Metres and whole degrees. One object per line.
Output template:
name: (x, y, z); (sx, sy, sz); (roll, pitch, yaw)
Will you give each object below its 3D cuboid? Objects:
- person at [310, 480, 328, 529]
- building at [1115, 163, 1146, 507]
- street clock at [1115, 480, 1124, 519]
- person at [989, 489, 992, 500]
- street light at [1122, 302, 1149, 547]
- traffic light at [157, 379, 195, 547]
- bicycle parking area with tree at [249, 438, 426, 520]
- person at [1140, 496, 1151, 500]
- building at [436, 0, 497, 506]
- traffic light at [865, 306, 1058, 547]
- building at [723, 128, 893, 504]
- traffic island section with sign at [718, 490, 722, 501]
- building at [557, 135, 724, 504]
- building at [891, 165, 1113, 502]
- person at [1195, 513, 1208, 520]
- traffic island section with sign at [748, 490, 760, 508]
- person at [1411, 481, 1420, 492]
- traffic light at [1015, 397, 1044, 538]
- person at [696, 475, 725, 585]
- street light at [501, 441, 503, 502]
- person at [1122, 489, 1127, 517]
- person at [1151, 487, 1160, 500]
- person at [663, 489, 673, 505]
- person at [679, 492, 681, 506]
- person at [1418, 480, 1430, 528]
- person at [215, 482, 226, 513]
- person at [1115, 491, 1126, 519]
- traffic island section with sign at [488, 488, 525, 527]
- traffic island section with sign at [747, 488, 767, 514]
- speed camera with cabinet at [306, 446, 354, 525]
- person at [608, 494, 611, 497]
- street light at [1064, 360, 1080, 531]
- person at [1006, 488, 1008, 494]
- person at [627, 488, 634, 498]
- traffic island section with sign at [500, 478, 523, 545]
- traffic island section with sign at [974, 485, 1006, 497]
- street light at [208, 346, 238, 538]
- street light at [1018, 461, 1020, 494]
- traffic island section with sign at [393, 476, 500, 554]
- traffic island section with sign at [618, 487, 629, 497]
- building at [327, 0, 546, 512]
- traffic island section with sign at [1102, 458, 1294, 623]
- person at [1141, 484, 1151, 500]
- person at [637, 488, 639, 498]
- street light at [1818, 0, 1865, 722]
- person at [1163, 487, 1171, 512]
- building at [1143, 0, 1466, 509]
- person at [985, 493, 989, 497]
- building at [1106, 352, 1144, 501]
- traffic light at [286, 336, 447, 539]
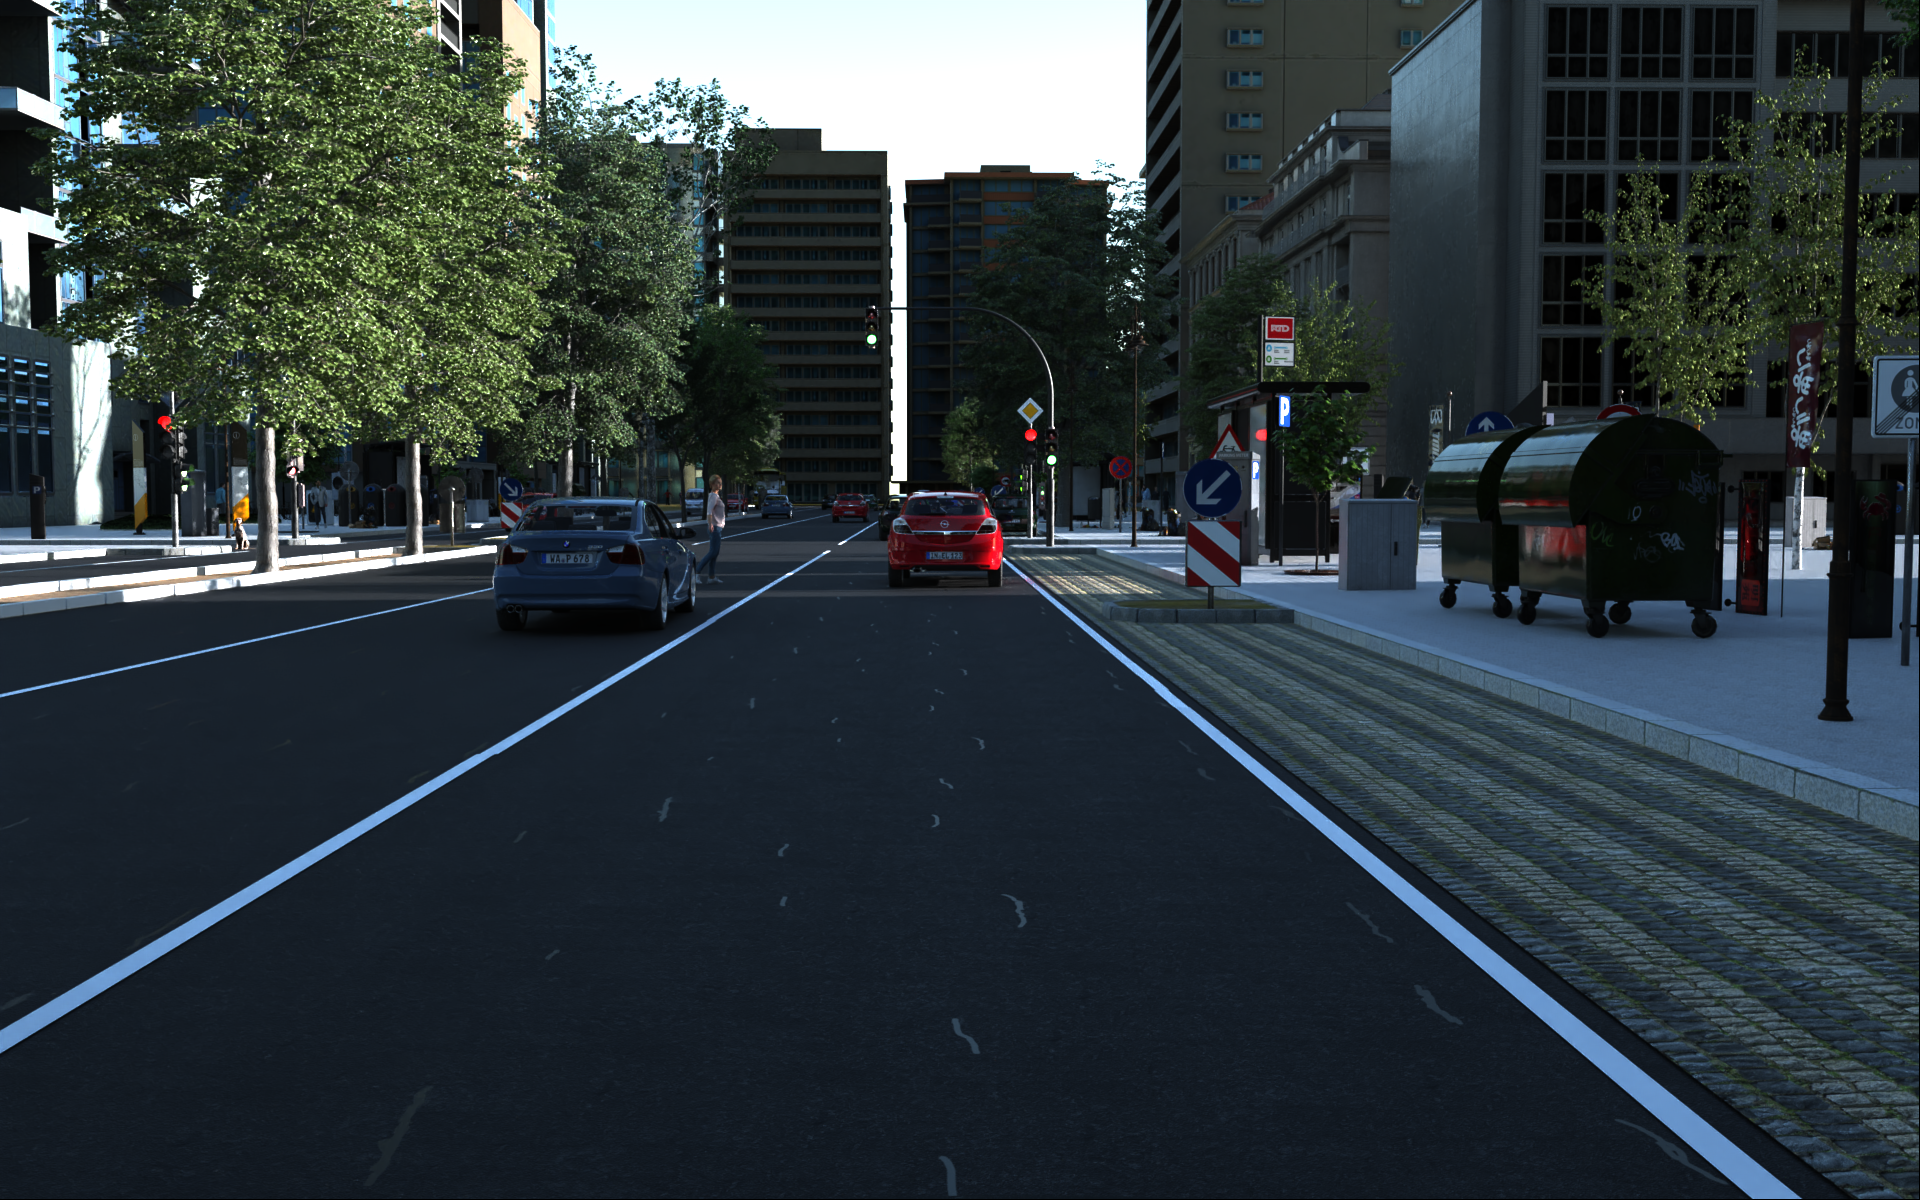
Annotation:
person: (-23.858, -3.586, 64.514); (0.661, 1.843, 0.795); (-1, 4, -8)
building: (31.747, -29.556, 175.124); (32.217, 40.220, 23.993); (0, 4, -1)
street clock: (8.071, -5.083, 87.672); (0.471, 2.002, 0.358); (-3, 4, -37)
person: (3.093, -9.678, 164.830); (0.434, 1.755, 0.990); (-3, 4, -37)
street light: (4.236, -4.231, 41.958); (0.468, 5.910, 1.993); (0, 4, -1)
traffic light: (-18.976, -3.236, 41.828); (0.839, 4.253, 0.868); (0, 4, -1)
bicycle parking area with tree: (-31.872, -6.197, 88.328); (8.231, 4.147, 9.016); (1, 4, 16)
person: (14.963, -8.134, 139.581); (0.990, 1.755, 0.434); (1, 4, 20)
building: (-47.579, -42.513, 133.345); (20.563, 71.187, 20.611); (0, 4, -1)
traffic light: (0.090, -4.124, 42.096); (4.771, 5.953, 1.251); (0, 4, -1)
building: (-19.956, -37.243, 232.619); (21.600, 48.544, 21.300); (0, 4, -1)
traffic island section with sign: (-20.956, -8.750, 151.690); (1.989, 1.847, 2.006); (0, 4, -1)
building: (-46.077, -37.569, 233.865); (30.456, 49.044, 23.786); (0, 4, -1)
building: (5.272, -35.390, 233.257); (28.867, 44.769, 22.147); (0, 4, -1)
person: (4.156, -1.431, 29.623); (0.473, 1.802, 0.592); (2, 4, 23)
traffic island section with sign: (-21.543, -10.472, 179.846); (1.989, 1.847, 2.006); (0, 4, -1)
person: (17.123, -3.655, 65.577); (0.659, 1.850, 0.755); (3, 4, 37)
traffic light: (2.015, -3.752, 50.263); (0.839, 4.253, 0.868); (0, 4, -1)
person: (-4.008, -1.122, 27.511); (0.598, 1.740, 0.731); (-1, 4, -20)
street light: (-21.782, -6.698, 82.302); (0.468, 5.910, 1.993); (0, 4, -1)
person: (8.790, -5.442, 94.792); (0.755, 1.850, 0.659); (3, 4, 36)
person: (13.036, -6.666, 115.447); (0.576, 1.772, 0.534); (-1, 4, -12)
person: (-33.264, -11.696, 197.209); (1.348, 1.831, 0.705); (1, 4, 9)
person: (-30.792, -11.281, 191.407); (0.541, 1.710, 0.530); (-1, 4, -14)
person: (17.310, -3.569, 64.572); (0.709, 1.800, 0.728); (1, 4, 15)
person: (-33.641, -4.441, 78.669); (0.660, 1.820, 0.620); (2, 4, 26)
person: (8.195, -5.038, 89.167); (0.760, 1.731, 0.466); (1, 4, 23)
traffic island section with sign: (-19.388, -4.100, 75.666); (1.989, 1.847, 2.006); (0, 4, -1)
traffic island section with sign: (-14.289, -7.139, 124.857); (2.006, 1.907, 1.989); (0, 4, -1)
speed camera with cabinet: (-25.749, -4.673, 70.738); (2.038, 3.252, 0.660); (1, 4, 23)
person: (-41.141, -11.898, 201.088); (1.217, 1.766, 0.721); (-2, 4, -24)
street light: (3.854, -5.327, 59.877); (0.468, 5.910, 1.993); (0, 4, -1)
person: (4.177, -9.002, 153.226); (0.705, 1.824, 1.348); (2, 4, 35)
person: (-28.047, -8.538, 145.730); (1.348, 1.812, 0.705); (-2, 4, -28)
traffic island section with sign: (-12.727, -2.544, 49.734); (2.006, 1.907, 1.989); (0, 4, -1)
traffic island section with sign: (1.538, -4.058, 74.971); (1.989, 1.847, 2.006); (0, 4, -1)
street light: (-21.203, -4.723, 50.013); (0.468, 5.910, 1.993); (0, 4, -1)
street light: (3.162, -7.338, 92.760); (0.468, 5.910, 1.993); (0, 4, -1)
traffic island section with sign: (-12.583, -2.091, 42.329); (2.006, 1.907, 1.989); (0, 4, -1)
traffic island section with sign: (-19.937, -5.749, 102.616); (1.989, 1.847, 2.006); (0, 4, -1)
building: (-44.976, -30.670, 151.564); (14.600, 45.320, 14.200); (0, 4, -1)
traffic island section with sign: (2.683, -0.696, 20.007); (1.989, 1.847, 2.006); (0, 4, -1)
person: (9.401, -4.941, 87.087); (0.793, 1.790, 0.793); (2, 4, 30)
person: (-27.369, -8.690, 148.139); (0.705, 1.822, 1.348); (0, 4, -6)
street light: (4.980, -2.256, 9.673); (0.468, 5.910, 1.993); (0, 4, -1)
person: (14.595, -7.088, 122.349); (0.576, 1.772, 0.534); (-1, 4, -22)
building: (26.679, -31.435, 137.669); (21.300, 48.544, 21.600); (0, 4, -1)
person: (2.115, -9.584, 162.749); (1.348, 1.822, 0.705); (-1, 4, -18)
building: (34.822, -23.962, 236.812); (28.899, 21.520, 27.650); (0, 4, -1)
traffic light: (-17.052, -4.601, 49.890); (4.771, 5.953, 1.251); (0, 4, -1)
